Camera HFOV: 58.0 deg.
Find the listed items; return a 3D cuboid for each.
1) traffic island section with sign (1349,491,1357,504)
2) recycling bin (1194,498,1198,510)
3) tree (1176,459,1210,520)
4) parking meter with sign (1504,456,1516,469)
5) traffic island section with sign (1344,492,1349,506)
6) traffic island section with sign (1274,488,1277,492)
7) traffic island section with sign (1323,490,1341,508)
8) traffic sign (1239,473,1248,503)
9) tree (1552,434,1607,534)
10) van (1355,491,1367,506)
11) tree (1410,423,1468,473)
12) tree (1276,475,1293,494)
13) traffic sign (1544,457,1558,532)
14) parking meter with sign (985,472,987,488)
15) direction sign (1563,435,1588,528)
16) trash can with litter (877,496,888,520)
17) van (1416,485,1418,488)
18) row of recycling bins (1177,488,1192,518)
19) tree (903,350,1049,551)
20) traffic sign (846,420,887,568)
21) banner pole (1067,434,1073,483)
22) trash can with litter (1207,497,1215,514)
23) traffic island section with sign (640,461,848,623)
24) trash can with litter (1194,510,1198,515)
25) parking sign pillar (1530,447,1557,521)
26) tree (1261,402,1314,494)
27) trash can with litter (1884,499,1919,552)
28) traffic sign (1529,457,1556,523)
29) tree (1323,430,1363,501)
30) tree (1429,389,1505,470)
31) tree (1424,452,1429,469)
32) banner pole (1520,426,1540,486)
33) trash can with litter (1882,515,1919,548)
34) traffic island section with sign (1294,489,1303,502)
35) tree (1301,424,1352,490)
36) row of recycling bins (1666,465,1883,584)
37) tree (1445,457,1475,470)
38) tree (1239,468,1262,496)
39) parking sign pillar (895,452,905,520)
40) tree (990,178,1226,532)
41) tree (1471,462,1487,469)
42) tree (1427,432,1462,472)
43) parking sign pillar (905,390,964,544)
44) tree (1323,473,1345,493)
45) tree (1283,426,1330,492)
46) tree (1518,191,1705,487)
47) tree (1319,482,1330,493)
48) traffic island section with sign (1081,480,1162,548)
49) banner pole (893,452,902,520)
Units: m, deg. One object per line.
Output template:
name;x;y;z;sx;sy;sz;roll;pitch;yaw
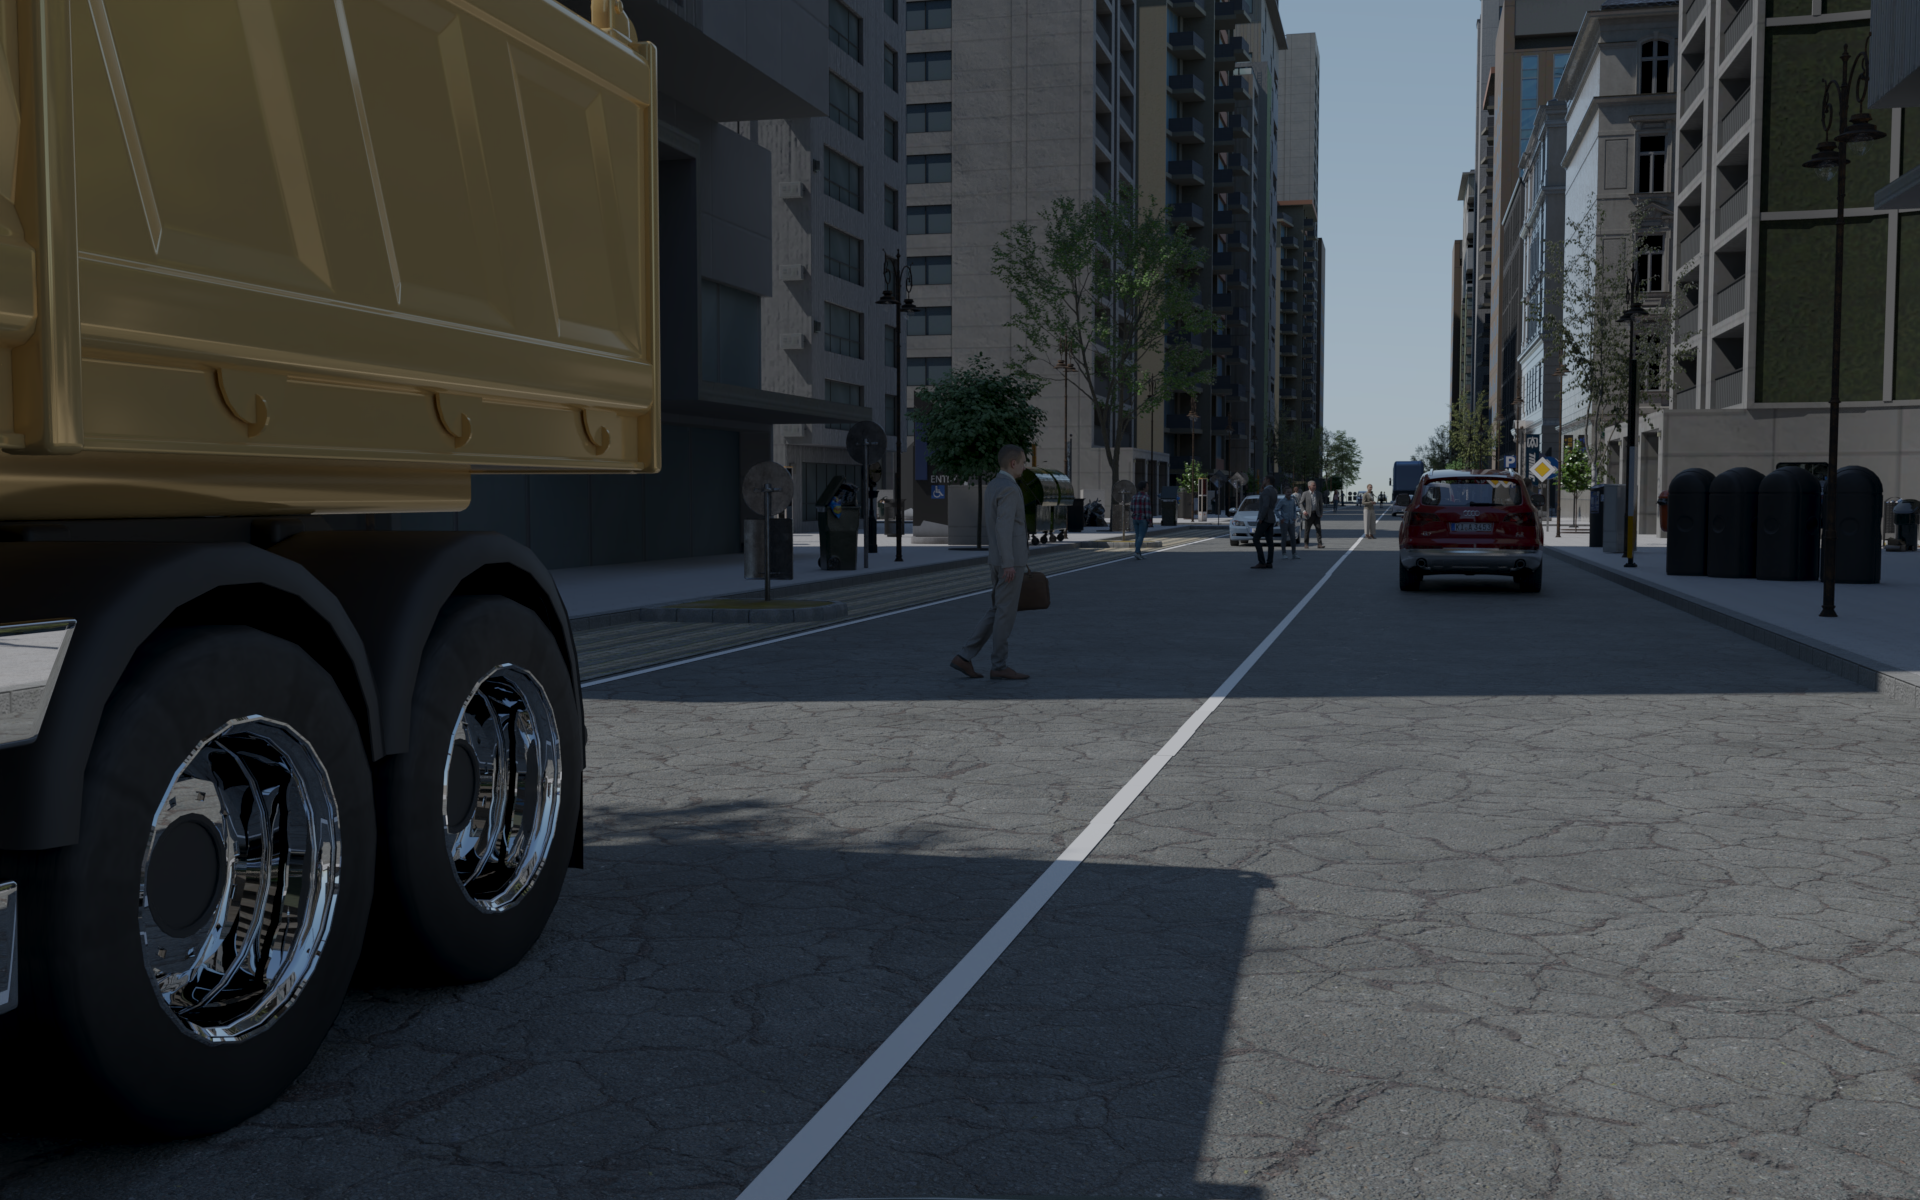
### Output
traffic island section with sign;57.392;-15.036;254.459;1.989;1.847;2.006;1;4;14
recycling bin;14.752;-6.000;110.652;0.722;1.027;0.722;-1;4;-20
tree;11.652;-5.668;87.273;1.663;3.219;1.824;0;3;0
parking meter with sign;24.874;-5.001;78.026;0.543;3.016;1.738;1;4;10
traffic island section with sign;43.916;-11.805;201.632;1.989;1.847;2.006;1;4;14
traffic island section with sign;18.106;-5.613;100.406;1.989;1.847;2.006;1;4;14
traffic island section with sign;37.170;-10.185;175.148;1.989;1.847;2.006;1;4;14
traffic sign;16.673;-6.265;102.537;0.768;2.556;0.104;1;4;15
tree;19.971;-3.776;56.346;1.663;3.219;1.824;0;3;0
van;49.215;-12.499;211.365;2.013;2.044;4.112;1;4;13
tree;63.286;-17.996;228.643;8.767;10.594;7.601;1;4;15
tree;29.939;-10.130;160.228;1.663;3.219;1.824;0;3;0
traffic sign;20.014;-3.597;58.920;0.768;2.556;0.104;1;4;19
parking meter with sign;1.825;-4.443;68.902;1.738;3.016;0.543;-1;4;-18
direction sign;23.471;-4.533;66.115;0.876;3.537;0.379;1;4;14
trash can with litter;-4.059;-4.589;86.424;1.055;1.170;0.624;2;4;26
van;18.234;-3.653;66.741;2.013;2.044;4.112;1;4;14
row of recycling bins;11.827;-5.249;92.933;1.069;1.692;3.534;0;4;-5
tree;0.365;-3.423;39.678;4.285;4.588;4.351;0;3;0
traffic sign;-1.630;-1.826;29.959;0.768;2.556;0.104;1;4;19
banner pole;4.563;-5.028;72.217;0.401;3.779;0.863;-1;4;-11
trash can with litter;15.975;-6.018;109.780;0.624;1.170;1.055;-3;5;-43
traffic island section with sign;-2.389;-0.698;20.044;1.989;1.847;2.006;1;4;14
trash can with litter;14.285;-5.852;107.068;1.055;1.170;0.624;-2;4;-25
parking sign pillar;27.261;-5.712;81.858;1.447;3.967;1.447;-3;5;-41
tree;25.751;-11.463;137.789;4.360;8.622;3.978;0;3;0
trash can with litter;21.073;-1.665;38.611;1.055;1.170;0.624;-3;5;-42
traffic sign;17.968;-3.199;53.486;0.795;2.450;0.064;1;4;19
tree;67.380;-23.684;305.362;7.486;12.596;7.792;0;3;0
tree;35.609;-10.406;120.494;4.737;8.622;4.395;0;3;0
tree;59.228;-16.041;212.637;4.737;8.622;4.395;0;3;0
banner pole;20.801;-4.494;63.491;0.863;3.779;0.401;1;4;23
trash can with litter;22.811;-1.862;41.508;2.233;1.210;1.678;-1;4;-9
traffic island section with sign;24.859;-7.232;126.874;1.989;1.847;2.006;1;4;14
tree;47.847;-17.851;226.271;7.601;10.594;8.767;2;4;32
row of recycling bins;12.212;-1.166;26.171;1.069;1.692;3.534;-2;4;-28
tree;44.136;-10.326;152.535;4.285;4.588;4.351;0;3;0
tree;19.407;-7.481;116.912;1.663;3.219;1.824;0;3;0
parking sign pillar;-2.437;-5.881;84.632;1.447;3.967;1.447;3;5;43
tree;5.138;-8.129;58.671;9.928;11.665;9.643;0;3;0
tree;31.286;-6.749;104.954;1.663;3.219;1.824;0;3;0
tree;56.991;-15.407;202.270;4.360;8.622;3.978;0;3;0
parking sign pillar;-0.559;-3.447;44.828;1.447;3.967;1.447;0;4;5
tree;55.979;-16.870;259.529;4.285;4.588;4.351;0;3;0
tree;39.225;-14.849;193.138;4.737;8.622;4.395;0;3;0
tree;16.058;-5.668;43.030;4.360;8.622;3.978;0;3;0
tree;52.151;-15.399;246.371;1.663;3.219;1.824;0;3;0
traffic island section with sign;4.408;-2.327;46.672;1.989;1.847;2.006;1;4;14
banner pole;-3.110;-5.937;87.094;0.863;3.779;0.401;-1;4;-19
